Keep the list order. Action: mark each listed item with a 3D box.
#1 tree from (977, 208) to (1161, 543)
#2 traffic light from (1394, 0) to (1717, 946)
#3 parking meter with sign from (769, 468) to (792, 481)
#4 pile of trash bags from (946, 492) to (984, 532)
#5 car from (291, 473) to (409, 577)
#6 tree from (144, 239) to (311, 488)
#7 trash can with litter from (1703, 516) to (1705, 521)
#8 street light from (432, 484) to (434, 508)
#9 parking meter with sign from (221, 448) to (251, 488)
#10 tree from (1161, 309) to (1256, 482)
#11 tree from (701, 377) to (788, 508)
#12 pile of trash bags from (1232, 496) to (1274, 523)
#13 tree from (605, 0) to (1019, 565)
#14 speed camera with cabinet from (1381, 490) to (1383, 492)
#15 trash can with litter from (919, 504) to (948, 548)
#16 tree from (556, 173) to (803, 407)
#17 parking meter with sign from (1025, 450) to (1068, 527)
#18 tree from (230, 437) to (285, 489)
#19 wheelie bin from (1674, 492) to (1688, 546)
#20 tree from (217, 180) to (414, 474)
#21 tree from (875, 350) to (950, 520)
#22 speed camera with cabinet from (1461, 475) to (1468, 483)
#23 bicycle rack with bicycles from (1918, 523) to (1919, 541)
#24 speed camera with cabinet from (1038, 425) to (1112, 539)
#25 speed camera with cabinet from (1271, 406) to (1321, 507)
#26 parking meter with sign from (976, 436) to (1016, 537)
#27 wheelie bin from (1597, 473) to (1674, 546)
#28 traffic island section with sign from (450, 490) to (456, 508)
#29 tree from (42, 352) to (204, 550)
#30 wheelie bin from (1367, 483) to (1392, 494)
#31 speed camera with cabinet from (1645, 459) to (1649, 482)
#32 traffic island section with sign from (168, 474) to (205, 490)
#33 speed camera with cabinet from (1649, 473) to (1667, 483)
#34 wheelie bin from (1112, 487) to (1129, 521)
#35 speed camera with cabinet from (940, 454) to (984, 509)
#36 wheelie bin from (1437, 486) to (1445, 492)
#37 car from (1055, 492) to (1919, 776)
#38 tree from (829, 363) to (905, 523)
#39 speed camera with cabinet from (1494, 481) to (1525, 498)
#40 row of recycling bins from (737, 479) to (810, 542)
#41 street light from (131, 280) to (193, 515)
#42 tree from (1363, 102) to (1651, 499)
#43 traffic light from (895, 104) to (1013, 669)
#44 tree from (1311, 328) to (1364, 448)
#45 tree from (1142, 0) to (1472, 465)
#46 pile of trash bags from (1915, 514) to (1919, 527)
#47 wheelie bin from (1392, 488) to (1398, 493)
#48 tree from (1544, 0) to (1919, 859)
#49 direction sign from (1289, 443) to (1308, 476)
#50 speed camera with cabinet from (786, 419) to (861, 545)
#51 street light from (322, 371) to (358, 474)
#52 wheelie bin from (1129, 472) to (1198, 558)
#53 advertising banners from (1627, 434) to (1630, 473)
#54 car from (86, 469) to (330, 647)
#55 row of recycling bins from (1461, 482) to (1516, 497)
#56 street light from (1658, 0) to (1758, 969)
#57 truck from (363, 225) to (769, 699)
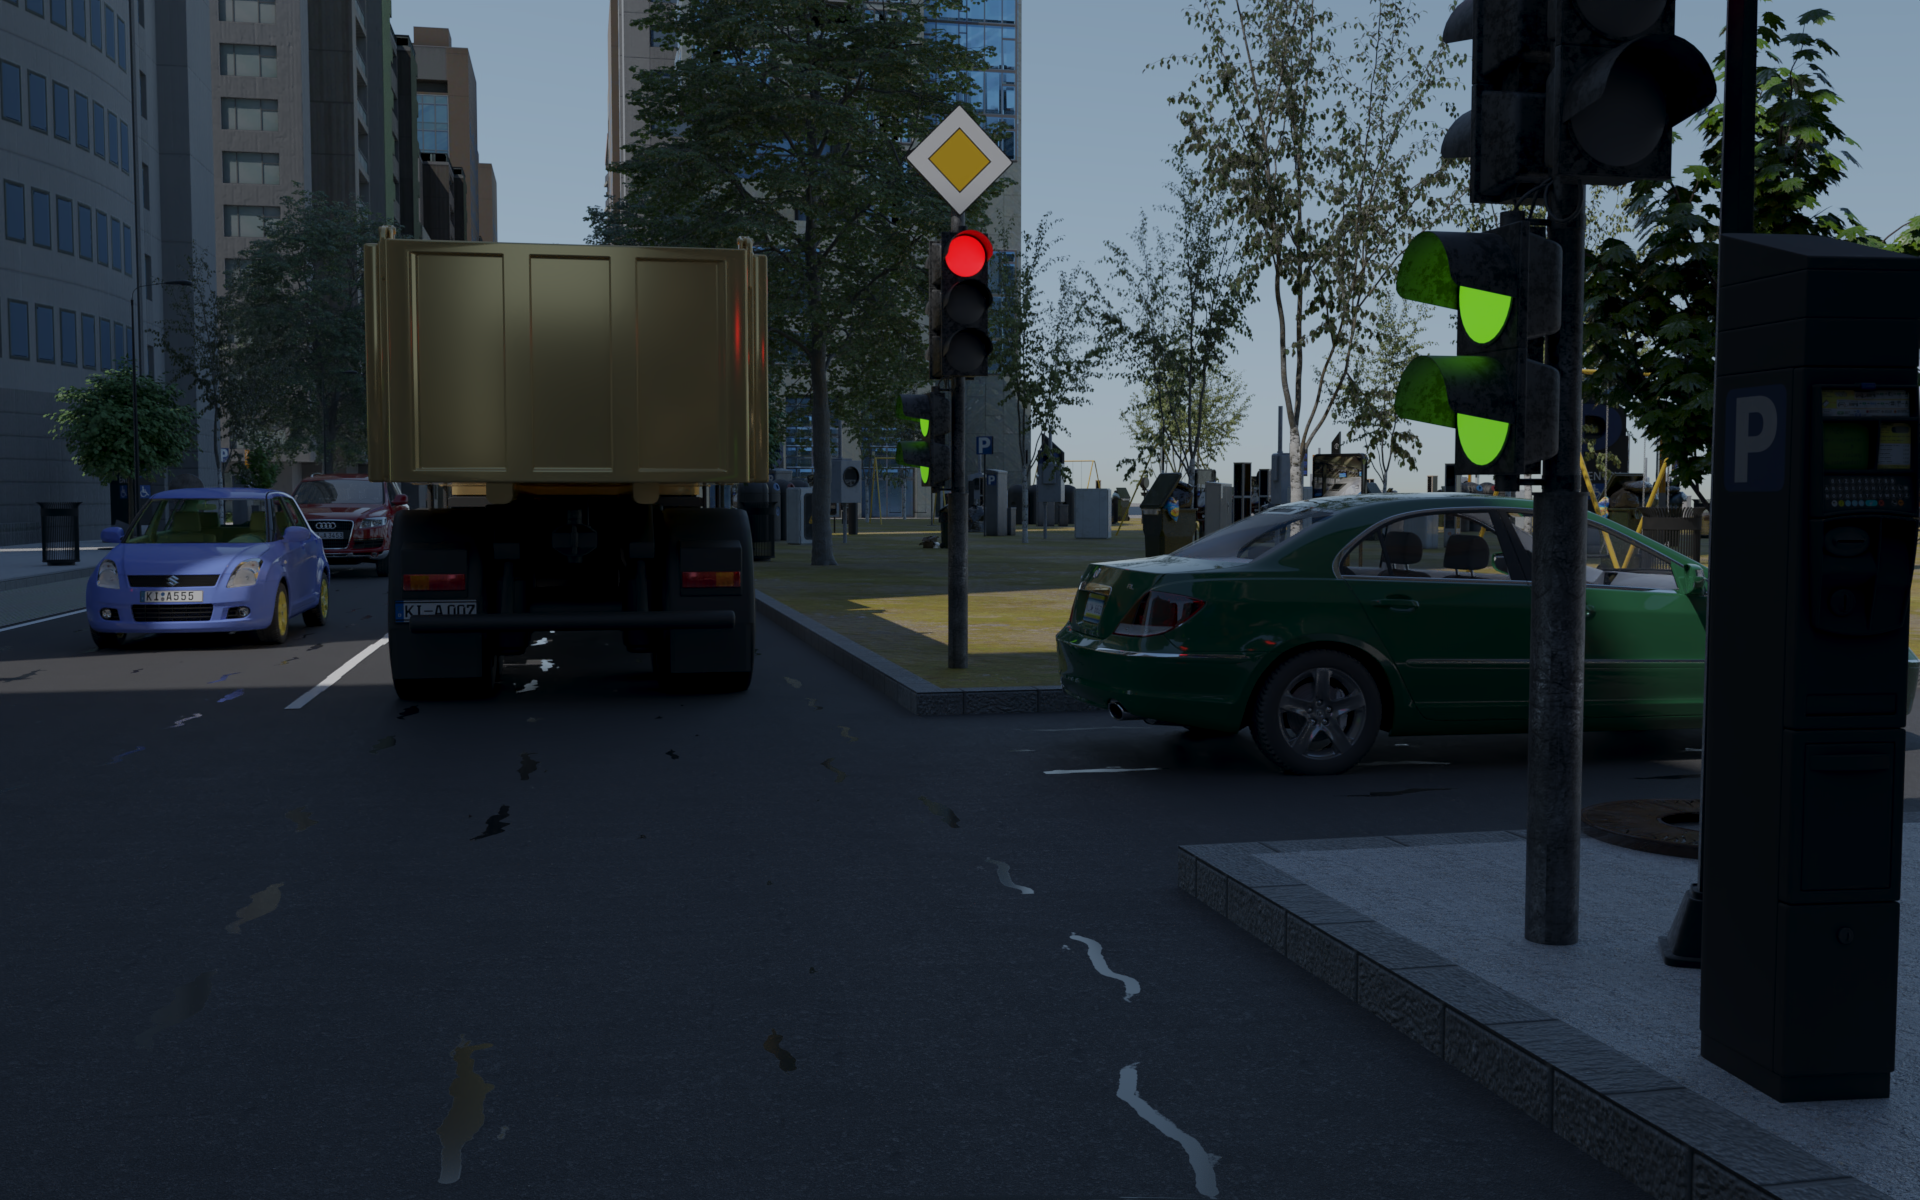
[{"bbox_3d":[1.904,-5.790,45.035,4.737,8.622,4.395,0,3,0],"label":"tree"},{"bbox_3d":[1.684,-0.976,4.872,0.839,4.253,0.868,-1,4,-12],"label":"traffic light"},{"bbox_3d":[-5.320,-3.362,51.233,0.543,3.016,1.738,3,5,43],"label":"parking meter with sign"},{"bbox_3d":[0.344,-3.050,59.621,1.912,1.369,3.447,-2,4,-25],"label":"pile of trash bags"},{"bbox_3d":[-11.152,-1.395,31.487,2.281,1.827,5.304,-1,4,-12],"label":"car"},{"bbox_3d":[-21.621,-6.158,51.049,4.360,8.622,3.978,0,3,0],"label":"tree"},{"bbox_3d":[36.181,-4.385,83.083,1.055,1.170,0.624,2,4,33],"label":"trash can with litter"},{"bbox_3d":[-33.663,-8.554,112.400,1.470,5.913,1.316,-1,4,-12],"label":"street light"},{"bbox_3d":[-27.042,-4.221,65.269,1.738,3.016,0.543,1,4,16],"label":"parking meter with sign"},{"bbox_3d":[8.729,-7.203,68.124,4.737,8.622,4.395,0,3,0],"label":"tree"},{"bbox_3d":[-5.445,-3.438,39.931,4.285,4.588,4.351,0,3,0],"label":"tree"},{"bbox_3d":[7.629,-2.216,45.981,1.912,1.369,3.447,1,4,16],"label":"pile of trash bags"},{"bbox_3d":[-2.640,-6.876,30.543,7.486,12.596,7.792,0,3,0],"label":"tree"},{"bbox_3d":[15.280,-4.420,66.605,2.038,3.252,0.660,1,4,17],"label":"speed camera with cabinet"},{"bbox_3d":[-0.458,-1.806,40.910,1.055,1.170,0.624,1,4,19],"label":"trash can with litter"},{"bbox_3d":[-10.772,-9.699,65.234,9.857,13.997,8.962,0,3,0],"label":"tree"},{"bbox_3d":[3.400,-4.425,68.604,1.738,3.016,0.543,-1,4,-9],"label":"parking meter with sign"},{"bbox_3d":[-23.345,-3.842,57.414,1.663,3.219,1.824,0,3,0],"label":"tree"},{"bbox_3d":[17.390,-2.120,42.577,0.980,1.594,0.693,0,4,2],"label":"wheelie bin"},{"bbox_3d":[-26.412,-10.130,72.278,9.857,13.997,8.962,0,3,0],"label":"tree"},{"bbox_3d":[-2.575,-8.331,86.572,4.360,8.622,3.978,0,3,0],"label":"tree"},{"bbox_3d":[26.487,-6.042,93.129,2.038,3.252,0.660,-1,4,-21],"label":"speed camera with cabinet"},{"bbox_3d":[24.369,-1.964,45.498,2.925,0.926,2.852,2,4,25],"label":"bicycle rack with bicycles"},{"bbox_3d":[3.303,-3.387,49.719,2.038,3.252,0.660,1,4,15],"label":"speed camera with cabinet"},{"bbox_3d":[7.485,-2.688,38.284,0.660,3.252,2.038,-1,4,-9],"label":"speed camera with cabinet"},{"bbox_3d":[1.147,-3.469,52.982,0.543,3.016,1.738,2,4,29],"label":"parking meter with sign"},{"bbox_3d":[10.029,-1.105,25.983,0.980,1.594,0.693,-2,4,-27],"label":"wheelie bin"},{"bbox_3d":[-30.919,-5.983,106.445,1.989,1.847,2.006,-1,4,-12],"label":"traffic island section with sign"},{"bbox_3d":[-19.358,-3.451,40.143,4.285,4.588,4.351,0,3,0],"label":"tree"},{"bbox_3d":[11.313,-2.444,47.870,0.693,1.594,0.980,3,5,43],"label":"wheelie bin"},{"bbox_3d":[37.533,-6.137,94.681,0.660,3.252,2.038,3,5,40],"label":"speed camera with cabinet"},{"bbox_3d":[-14.699,-1.480,32.825,1.989,1.847,2.006,-1,4,-12],"label":"traffic island section with sign"},{"bbox_3d":[30.151,-4.893,74.331,0.660,3.252,2.038,2,4,27],"label":"speed camera with cabinet"},{"bbox_3d":[7.602,-4.530,81.980,0.980,1.594,0.693,-3,4,-37],"label":"wheelie bin"},{"bbox_3d":[0.176,-5.043,76.783,2.038,3.252,0.660,1,4,15],"label":"speed camera with cabinet"},{"bbox_3d":[18.914,-3.642,67.461,0.980,1.594,0.693,-3,4,-38],"label":"wheelie bin"},{"bbox_3d":[3.008,0.116,9.900,4.920,1.459,2.131,-1,4,-11],"label":"car"},{"bbox_3d":[-4.116,-7.782,77.605,4.737,8.622,4.395,0,3,0],"label":"tree"},{"bbox_3d":[20.127,-4.217,63.287,0.660,3.252,2.038,0,4,-1],"label":"speed camera with cabinet"},{"bbox_3d":[-5.118,-2.471,47.510,1.069,1.692,3.534,1,4,20],"label":"row of recycling bins"},{"bbox_3d":[-17.319,-3.979,37.601,1.470,5.913,1.316,-1,4,-12],"label":"street light"},{"bbox_3d":[10.139,-4.885,30.230,4.737,8.622,4.395,0,3,0],"label":"tree"},{"bbox_3d":[-0.034,-1.453,12.670,0.839,4.253,0.868,-1,4,-12],"label":"traffic light"},{"bbox_3d":[14.129,-6.582,57.980,4.737,8.622,4.395,0,3,0],"label":"tree"},{"bbox_3d":[3.982,-4.220,19.365,4.360,8.622,3.978,0,3,0],"label":"tree"},{"bbox_3d":[36.421,-3.498,66.945,3.447,1.369,1.912,-3,4,-38],"label":"pile of trash bags"},{"bbox_3d":[21.504,-4.803,86.442,0.693,1.594,0.980,2,4,32],"label":"wheelie bin"},{"bbox_3d":[2.926,-0.714,6.280,1.663,3.219,1.824,0,3,0],"label":"tree"},{"bbox_3d":[14.936,-5.167,76.484,0.876,3.537,0.379,3,4,36],"label":"direction sign"},{"bbox_3d":[-3.488,-3.066,44.467,2.038,3.252,0.660,-3,5,-43],"label":"speed camera with cabinet"},{"bbox_3d":[-23.342,-5.667,65.190,1.470,5.913,1.316,-1,4,-12],"label":"street light"},{"bbox_3d":[3.071,-1.074,25.472,0.693,1.594,0.980,-1,4,-23],"label":"wheelie bin"},{"bbox_3d":[19.130,-3.249,49.309,0.090,3.025,2.074,1,4,12],"label":"advertising banners"},{"bbox_3d":[-7.488,-0.480,17.445,1.945,1.707,3.694,-1,4,-11],"label":"car"},{"bbox_3d":[17.882,-3.216,59.691,3.534,1.692,1.069,-3,4,-39],"label":"row of recycling bins"},{"bbox_3d":[1.562,-1.955,4.502,1.470,5.913,1.316,-1,4,-12],"label":"street light"},{"bbox_3d":[-3.524,-1.223,15.915,3.469,3.379,9.791,-1,4,-12],"label":"truck"}]
